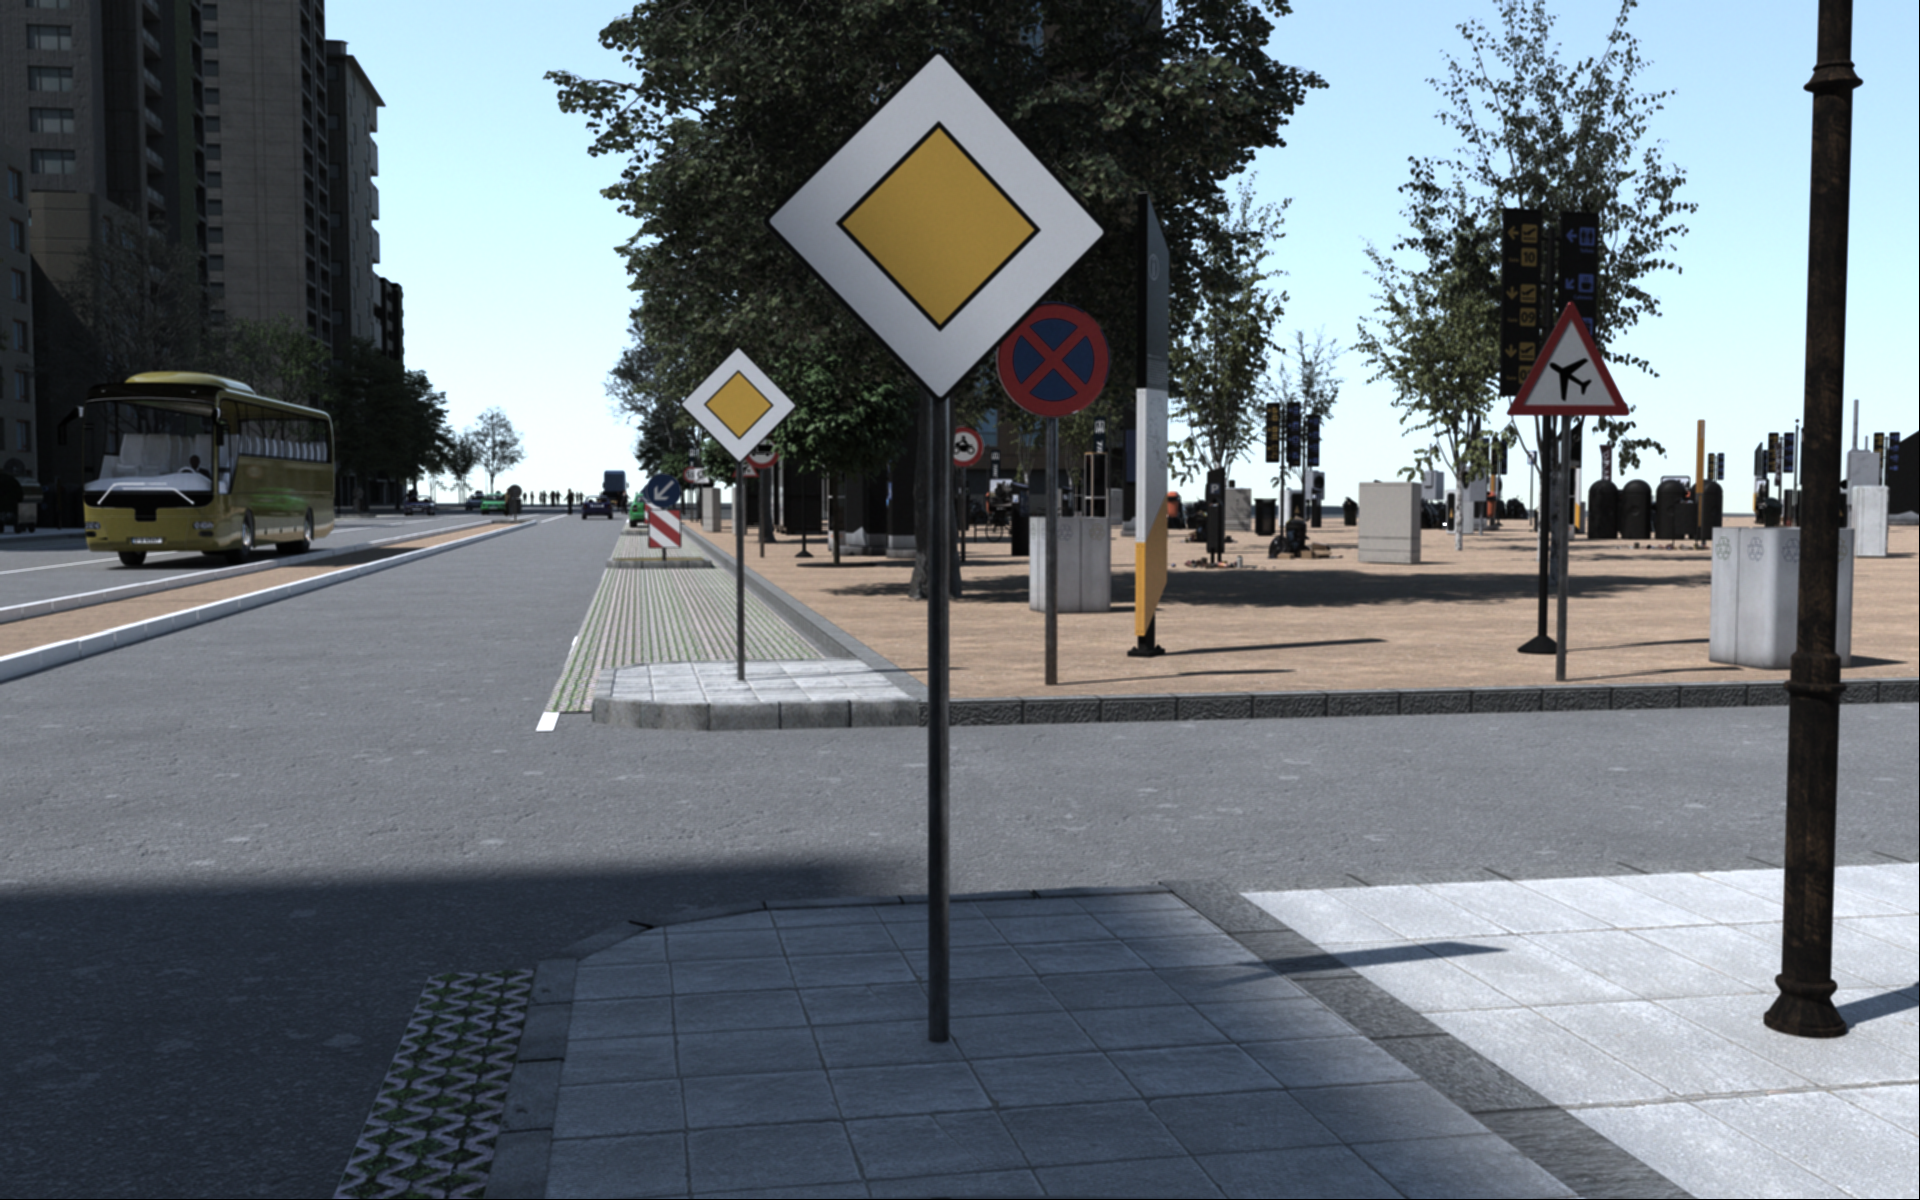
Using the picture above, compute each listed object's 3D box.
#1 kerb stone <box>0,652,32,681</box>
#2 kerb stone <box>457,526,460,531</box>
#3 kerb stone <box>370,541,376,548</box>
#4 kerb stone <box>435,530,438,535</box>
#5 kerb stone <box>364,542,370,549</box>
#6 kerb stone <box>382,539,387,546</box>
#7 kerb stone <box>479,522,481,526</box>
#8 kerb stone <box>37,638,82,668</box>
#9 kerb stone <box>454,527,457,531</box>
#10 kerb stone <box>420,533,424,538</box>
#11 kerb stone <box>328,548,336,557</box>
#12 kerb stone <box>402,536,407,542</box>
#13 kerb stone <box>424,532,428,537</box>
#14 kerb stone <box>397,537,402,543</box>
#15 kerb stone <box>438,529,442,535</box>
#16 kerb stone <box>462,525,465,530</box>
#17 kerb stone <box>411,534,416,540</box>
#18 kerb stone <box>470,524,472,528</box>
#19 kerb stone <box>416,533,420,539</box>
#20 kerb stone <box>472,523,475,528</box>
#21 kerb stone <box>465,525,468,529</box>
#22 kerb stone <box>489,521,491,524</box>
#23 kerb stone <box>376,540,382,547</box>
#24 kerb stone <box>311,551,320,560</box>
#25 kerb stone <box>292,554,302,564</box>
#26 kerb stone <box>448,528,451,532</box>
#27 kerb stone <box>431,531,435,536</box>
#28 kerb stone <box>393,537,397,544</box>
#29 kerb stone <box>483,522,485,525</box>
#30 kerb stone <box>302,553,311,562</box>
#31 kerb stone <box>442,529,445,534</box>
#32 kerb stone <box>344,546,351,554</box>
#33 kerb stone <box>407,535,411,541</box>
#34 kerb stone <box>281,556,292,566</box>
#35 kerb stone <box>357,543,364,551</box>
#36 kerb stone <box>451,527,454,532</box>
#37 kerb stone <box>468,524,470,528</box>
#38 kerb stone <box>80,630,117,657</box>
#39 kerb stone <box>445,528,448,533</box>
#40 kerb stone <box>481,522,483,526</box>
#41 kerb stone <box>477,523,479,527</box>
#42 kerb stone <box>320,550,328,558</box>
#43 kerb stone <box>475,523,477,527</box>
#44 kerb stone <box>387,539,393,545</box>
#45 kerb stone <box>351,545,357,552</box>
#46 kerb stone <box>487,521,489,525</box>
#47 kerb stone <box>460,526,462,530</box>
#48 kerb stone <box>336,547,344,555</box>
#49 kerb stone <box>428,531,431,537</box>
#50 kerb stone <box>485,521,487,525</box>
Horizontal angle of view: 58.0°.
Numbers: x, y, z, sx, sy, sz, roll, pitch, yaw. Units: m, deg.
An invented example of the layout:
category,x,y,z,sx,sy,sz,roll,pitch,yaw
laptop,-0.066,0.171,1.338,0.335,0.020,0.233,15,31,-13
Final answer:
category,x,y,z,sx,sy,sz,roll,pitch,yaw
kerb stone,-7.499,0.520,13.687,0.120,0.150,1.000,-1,4,-10
kerb stone,-19.472,-2.720,66.672,0.120,0.150,1.000,-1,4,-10
kerb stone,-15.544,-1.423,45.486,0.120,0.150,1.000,-1,4,-10
kerb stone,-18.170,-2.287,59.608,0.120,0.150,1.000,-1,4,-10
kerb stone,-15.353,-1.361,44.482,0.120,0.150,1.000,-1,4,-10
kerb stone,-15.919,-1.548,47.512,0.120,0.150,1.000,-1,4,-10
kerb stone,-21.165,-3.274,75.767,0.120,0.150,1.000,-1,4,-10
kerb stone,-7.696,0.458,14.700,0.120,0.150,1.000,-1,4,-10
kerb stone,-19.288,-2.658,65.667,0.120,0.150,1.000,-1,4,-10
kerb stone,-17.416,-2.042,55.576,0.120,0.150,1.000,-1,4,-10
kerb stone,-14.420,-1.055,39.445,0.120,0.150,1.000,-1,4,-10
kerb stone,-16.666,-1.793,51.532,0.120,0.150,1.000,-1,4,-10
kerb stone,-17.599,-2.100,56.582,0.120,0.150,1.000,-1,4,-10
kerb stone,-16.473,-1.723,50.529,0.120,0.150,1.000,-1,4,-10
kerb stone,-18.346,-2.350,60.615,0.120,0.150,1.000,-1,4,-10
kerb stone,-19.847,-2.839,68.692,0.120,0.150,1.000,-1,4,-10
kerb stone,-17.035,-1.918,53.559,0.120,0.150,1.000,-1,4,-10
kerb stone,-20.412,-3.029,71.725,0.120,0.150,1.000,-1,4,-10
kerb stone,-17.215,-1.980,54.568,0.120,0.150,1.000,-1,4,-10
kerb stone,-20.590,-3.089,72.735,0.120,0.150,1.000,-1,4,-10
kerb stone,-20.030,-2.906,69.702,0.120,0.150,1.000,-1,4,-10
kerb stone,-22.099,-3.585,80.810,0.120,0.150,1.000,-1,4,-10
kerb stone,-15.725,-1.486,46.496,0.120,0.150,1.000,-1,4,-10
kerb stone,-14.039,-0.932,37.428,0.120,0.150,1.000,-1,4,-10
kerb stone,-13.670,-0.807,35.407,0.120,0.150,1.000,-1,4,-10
kerb stone,-18.914,-2.535,63.640,0.120,0.150,1.000,-1,4,-10
kerb stone,-17.972,-2.225,58.599,0.120,0.150,1.000,-1,4,-10
kerb stone,-16.290,-1.667,49.523,0.120,0.150,1.000,-1,4,-10
kerb stone,-21.535,-3.400,77.787,0.120,0.150,1.000,-1,4,-10
kerb stone,-13.857,-0.870,36.423,0.120,0.150,1.000,-1,4,-10
kerb stone,-18.540,-2.406,61.619,0.120,0.150,1.000,-1,4,-10
kerb stone,-14.795,-1.174,41.461,0.120,0.150,1.000,-1,4,-10
kerb stone,-16.857,-1.850,52.553,0.120,0.150,1.000,-1,4,-10
kerb stone,-13.487,-0.744,34.398,0.120,0.150,1.000,-1,4,-10
kerb stone,-15.159,-1.298,43.478,0.120,0.150,1.000,-1,4,-10
kerb stone,-19.098,-2.593,64.657,0.120,0.150,1.000,-1,4,-10
kerb stone,-20.230,-2.968,70.717,0.120,0.150,1.000,-1,4,-10
kerb stone,-7.880,0.405,15.706,0.120,0.150,1.000,-1,4,-10
kerb stone,-18.720,-2.473,62.637,0.120,0.150,1.000,-1,4,-10
kerb stone,-21.350,-3.338,76.772,0.120,0.150,1.000,-1,4,-10
kerb stone,-20.969,-3.211,74.750,0.120,0.150,1.000,-1,4,-10
kerb stone,-14.230,-0.993,38.432,0.120,0.150,1.000,-1,4,-10
kerb stone,-20.781,-3.153,73.745,0.120,0.150,1.000,-1,4,-10
kerb stone,-16.101,-1.610,48.517,0.120,0.150,1.000,-1,4,-10
kerb stone,-14.985,-1.240,42.471,0.120,0.150,1.000,-1,4,-10
kerb stone,-21.909,-3.520,79.799,0.120,0.150,1.000,-1,4,-10
kerb stone,-19.656,-2.782,67.681,0.120,0.150,1.000,-1,4,-10
kerb stone,-14.594,-1.117,40.452,0.120,0.150,1.000,-1,4,-10
kerb stone,-17.787,-2.161,57.587,0.120,0.150,1.000,-1,4,-10
kerb stone,-21.722,-3.462,78.791,0.120,0.150,1.000,-1,4,-10
